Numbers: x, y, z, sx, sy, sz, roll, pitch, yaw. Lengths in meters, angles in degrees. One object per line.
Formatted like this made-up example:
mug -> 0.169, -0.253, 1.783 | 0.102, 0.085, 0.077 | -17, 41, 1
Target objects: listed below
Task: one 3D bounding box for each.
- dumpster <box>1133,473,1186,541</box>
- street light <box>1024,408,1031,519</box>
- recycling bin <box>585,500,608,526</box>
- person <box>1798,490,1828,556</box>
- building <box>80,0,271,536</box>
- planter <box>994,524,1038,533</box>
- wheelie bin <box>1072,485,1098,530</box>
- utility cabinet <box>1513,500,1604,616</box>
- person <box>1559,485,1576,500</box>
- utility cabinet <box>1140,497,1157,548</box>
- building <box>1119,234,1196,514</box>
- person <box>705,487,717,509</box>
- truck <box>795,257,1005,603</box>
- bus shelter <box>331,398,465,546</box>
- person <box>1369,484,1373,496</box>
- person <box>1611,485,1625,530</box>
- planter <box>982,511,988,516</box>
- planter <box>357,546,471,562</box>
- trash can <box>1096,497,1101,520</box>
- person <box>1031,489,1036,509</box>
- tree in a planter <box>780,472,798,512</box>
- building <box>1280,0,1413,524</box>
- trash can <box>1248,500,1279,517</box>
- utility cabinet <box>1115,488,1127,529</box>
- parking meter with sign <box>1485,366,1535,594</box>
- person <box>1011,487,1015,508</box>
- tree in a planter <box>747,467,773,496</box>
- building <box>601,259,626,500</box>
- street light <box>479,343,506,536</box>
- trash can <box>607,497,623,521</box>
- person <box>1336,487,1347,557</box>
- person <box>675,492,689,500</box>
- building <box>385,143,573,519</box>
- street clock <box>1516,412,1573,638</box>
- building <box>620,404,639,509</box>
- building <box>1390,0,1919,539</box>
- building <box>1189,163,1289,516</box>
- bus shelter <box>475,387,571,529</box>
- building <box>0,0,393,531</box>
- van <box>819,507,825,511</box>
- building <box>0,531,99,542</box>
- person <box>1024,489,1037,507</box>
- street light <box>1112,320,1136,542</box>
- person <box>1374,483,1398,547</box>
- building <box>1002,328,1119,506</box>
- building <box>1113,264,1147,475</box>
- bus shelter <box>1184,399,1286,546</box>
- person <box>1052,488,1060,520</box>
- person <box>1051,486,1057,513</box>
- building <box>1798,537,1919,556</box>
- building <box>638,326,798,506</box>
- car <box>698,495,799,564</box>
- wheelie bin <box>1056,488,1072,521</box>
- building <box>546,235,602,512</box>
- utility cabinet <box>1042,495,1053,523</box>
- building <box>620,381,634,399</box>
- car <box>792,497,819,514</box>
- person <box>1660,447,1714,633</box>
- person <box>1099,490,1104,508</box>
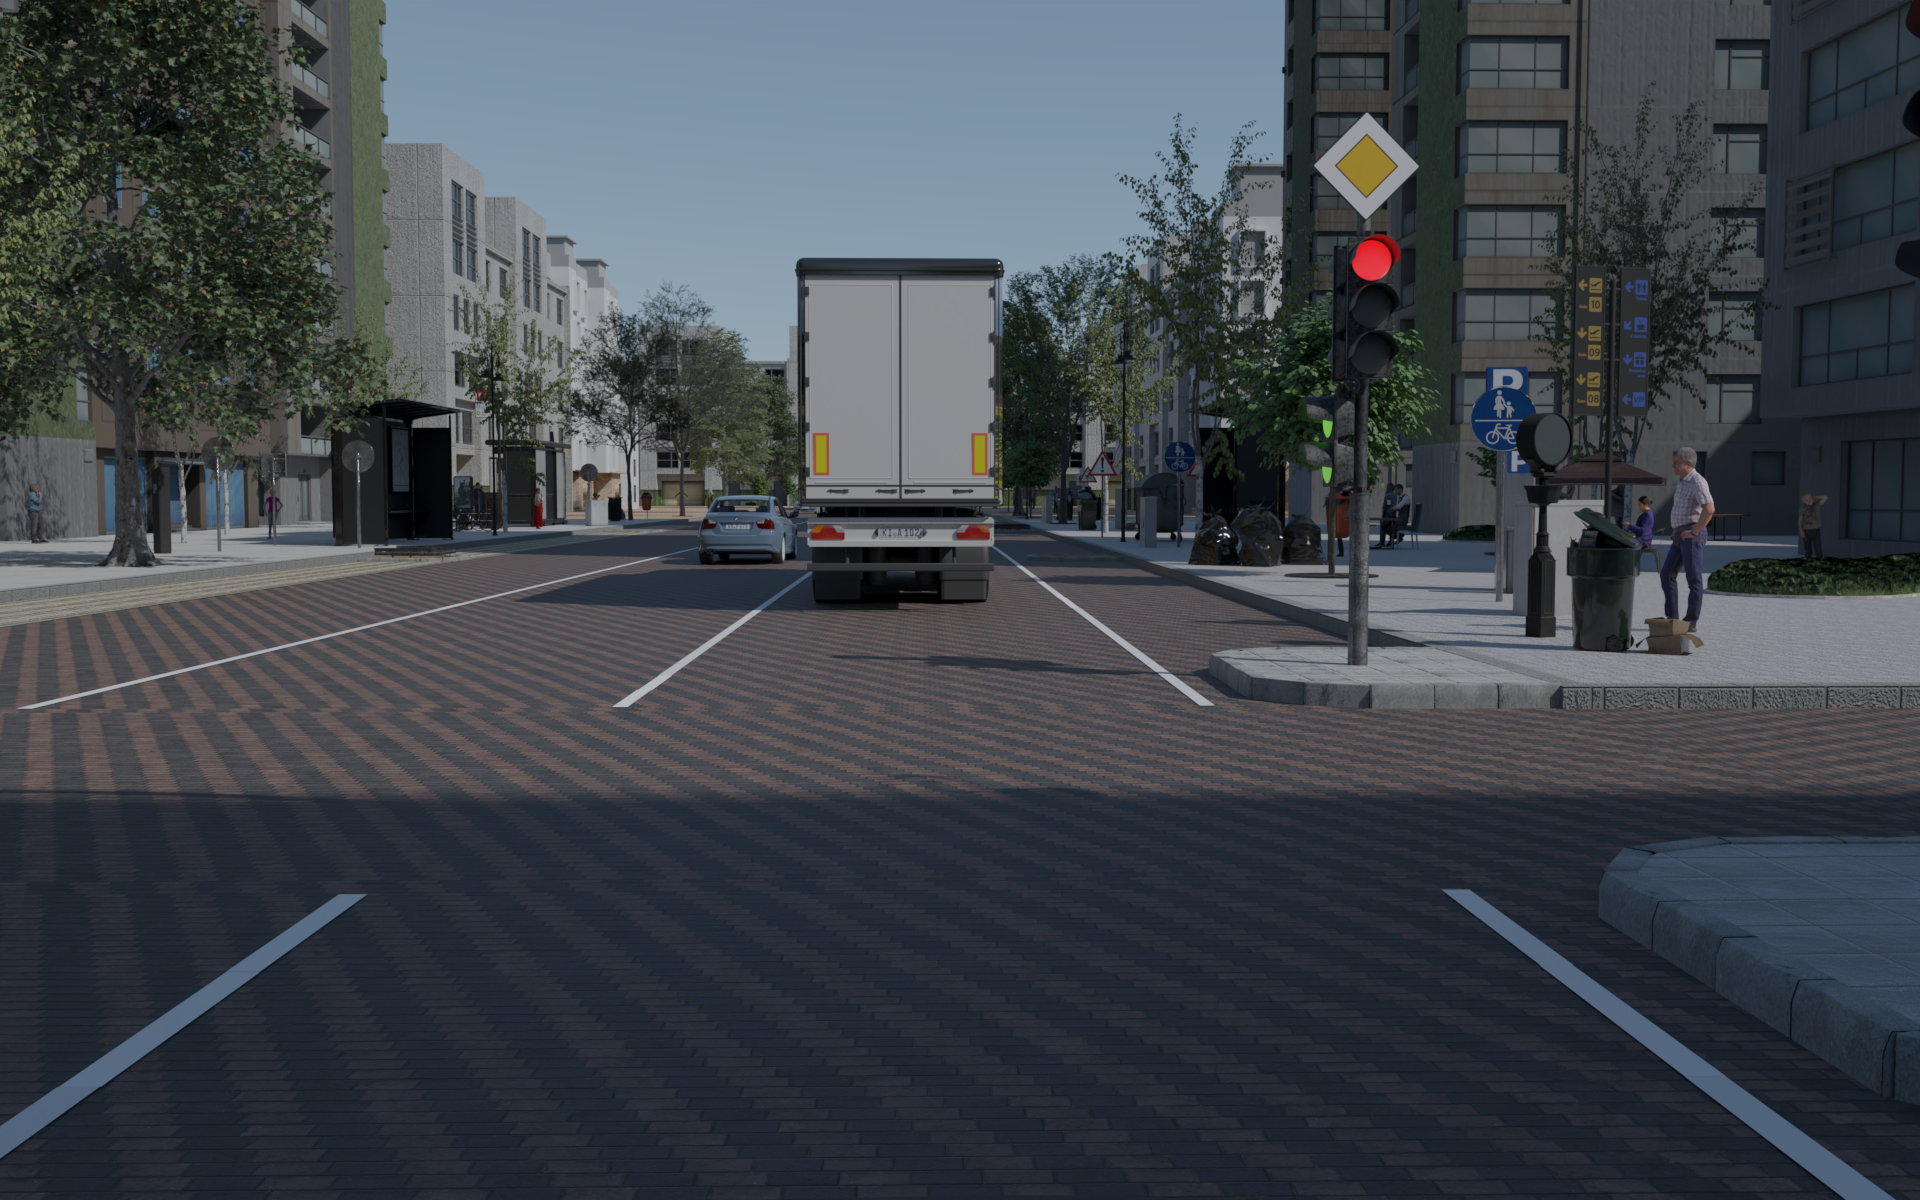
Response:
dumpster -> 5.473, -2.549, 47.441 | 1.264, 1.857, 1.865 | 0, 4, -1
street light -> 3.382, -7.002, 87.274 | 0.468, 5.910, 1.993 | 0, 4, -1
recycling bin -> -14.565, -3.476, 69.389 | 0.722, 1.027, 0.722 | -2, 4, -32
person -> 13.609, -1.080, 27.616 | 0.435, 1.345, 0.340 | 1, 4, 23
building -> -33.143, -24.939, 57.866 | 14.600, 45.320, 14.200 | 0, 4, -1
planter -> 1.881, -2.679, 64.936 | 1.991, 0.319, 1.994 | 0, 4, -1
wheelie bin -> 4.523, -3.291, 61.713 | 0.693, 1.594, 0.980 | -1, 4, -10
utility cabinet -> 6.350, -0.443, 18.403 | 1.020, 1.237, 0.306 | -2, 4, -27
person -> 13.409, -1.903, 38.620 | 0.566, 1.644, 0.517 | 2, 4, 30
utility cabinet -> 4.535, -1.872, 41.762 | 0.306, 1.237, 1.020 | 0, 4, -1
building -> 22.020, -15.925, 126.829 | 16.747, 18.905, 31.486 | 0, 4, -1
person -> -15.867, -6.342, 110.468 | 1.217, 1.736, 0.721 | 3, 5, 40
truck -> -0.893, -2.280, 26.186 | 2.839, 4.237, 11.283 | 0, 4, -2
bus shelter -> -14.653, -3.316, 45.495 | 1.731, 3.624, 6.357 | 0, 4, -1
person -> 13.005, -2.959, 55.233 | 0.445, 1.727, 0.742 | -2, 4, -30
person -> 13.650, -1.781, 35.979 | 0.431, 1.722, 0.655 | 2, 4, 29
planter -> 0.824, -5.731, 114.838 | 1.991, 0.319, 1.994 | 0, 4, -1
planter -> -11.684, -0.991, 37.351 | 1.991, 0.319, 1.994 | 0, 4, -1
trash can -> 6.678, -4.483, 84.946 | 0.748, 1.137, 0.748 | 0, 3, 0
person -> 6.186, -8.609, 147.521 | 0.721, 1.743, 1.217 | 1, 4, 16
tree in a planter -> -13.920, -8.835, 141.670 | 1.991, 3.239, 1.994 | 0, 4, -1
building -> 22.137, -18.937, 81.322 | 14.160, 30.474, 14.107 | 0, 4, -1
trash can -> 7.276, -1.829, 41.557 | 0.748, 1.137, 0.748 | 0, 3, 0
utility cabinet -> 5.949, -3.369, 63.768 | 0.318, 1.500, 1.173 | 1, 4, 13
parking meter with sign -> 7.346, -1.634, 22.971 | 0.543, 3.016, 1.738 | 1, 4, 9
person -> 3.479, -6.439, 112.040 | 0.721, 1.743, 1.217 | 1, 4, 15
tree in a planter -> -13.338, -7.187, 114.733 | 1.991, 3.239, 1.994 | 0, 4, -1
building -> -35.234, -17.164, 137.047 | 16.016, 20.091, 11.380 | 0, 4, -1
street light -> -14.366, -4.925, 53.318 | 0.468, 5.910, 1.993 | 0, 4, -1
trash can -> -16.235, -4.274, 81.540 | 0.748, 1.137, 0.748 | 0, 3, 0
person -> 7.926, -1.638, 35.518 | 0.574, 1.496, 0.600 | 1, 4, 18
person -> -23.170, -8.398, 144.178 | 1.217, 1.723, 0.721 | 0, 4, -1
building -> -34.770, -14.481, 103.216 | 16.747, 18.905, 31.486 | 0, 4, -1
street clock -> 5.217, -0.669, 15.505 | 0.471, 2.002, 0.358 | -2, 4, -27
building -> -42.170, -12.597, 148.115 | 28.070, 9.664, 9.099 | 0, 4, -1
building -> 22.160, -22.951, 58.838 | 14.154, 41.232, 14.086 | 0, 4, -1
building -> 22.257, -15.211, 105.124 | 16.016, 20.091, 11.380 | 0, 4, -1
bus shelter -> -17.218, -5.524, 67.955 | 2.179, 5.291, 8.768 | 0, 4, -1
building -> -33.044, -23.765, 72.151 | 14.154, 41.232, 14.086 | 0, 4, -1
van -> -11.475, -8.714, 149.481 | 2.013, 2.044, 4.112 | 0, 4, 1
building -> -32.686, -22.022, 43.660 | 14.154, 41.232, 14.086 | 0, 4, -1
person -> 6.383, -9.156, 156.427 | 1.217, 1.739, 0.721 | 1, 4, 20
street light -> 4.372, -4.492, 46.230 | 0.468, 5.910, 1.993 | 0, 4, -1
person -> 10.360, -2.060, 41.934 | 0.499, 1.552, 0.429 | -1, 4, -12
building -> 13.403, -19.864, 191.229 | 31.486, 18.905, 16.747 | 0, 4, -1
building -> 21.381, -17.844, 148.176 | 16.016, 20.091, 11.380 | 0, 4, -1
bus shelter -> 7.169, -3.315, 45.476 | 1.731, 3.624, 6.357 | 0, 4, -1
person -> 4.898, -4.789, 86.306 | 0.435, 1.587, 0.963 | -2, 4, -32
person -> 6.449, -6.733, 116.105 | 1.348, 1.826, 0.705 | -3, 5, -41
building -> 23.809, -21.103, 28.636 | 14.086, 41.232, 14.154 | 0, 4, -1
building -> -18.073, -19.814, 190.423 | 31.486, 18.905, 16.747 | 0, 4, -1
car -> -4.488, -1.522, 36.895 | 2.014, 1.417, 4.499 | 0, 3, 0
wheelie bin -> 5.081, -4.630, 83.602 | 0.693, 1.594, 0.980 | -3, 5, -44
building -> -35.122, -16.401, 124.569 | 16.016, 20.091, 11.380 | 0, 4, -1
utility cabinet -> 3.851, -4.008, 76.691 | 0.306, 1.237, 1.020 | -1, 4, -8
building -> -49.557, -19.791, 190.035 | 31.486, 18.905, 16.747 | 0, 4, -1
car -> -11.196, -6.996, 126.393 | 2.014, 1.417, 4.499 | 0, 4, -2
person -> 6.674, -0.553, 16.020 | 0.436, 1.711, 0.756 | 1, 4, 11
person -> 13.645, -9.681, 165.056 | 0.721, 1.736, 1.217 | -3, 4, -39
